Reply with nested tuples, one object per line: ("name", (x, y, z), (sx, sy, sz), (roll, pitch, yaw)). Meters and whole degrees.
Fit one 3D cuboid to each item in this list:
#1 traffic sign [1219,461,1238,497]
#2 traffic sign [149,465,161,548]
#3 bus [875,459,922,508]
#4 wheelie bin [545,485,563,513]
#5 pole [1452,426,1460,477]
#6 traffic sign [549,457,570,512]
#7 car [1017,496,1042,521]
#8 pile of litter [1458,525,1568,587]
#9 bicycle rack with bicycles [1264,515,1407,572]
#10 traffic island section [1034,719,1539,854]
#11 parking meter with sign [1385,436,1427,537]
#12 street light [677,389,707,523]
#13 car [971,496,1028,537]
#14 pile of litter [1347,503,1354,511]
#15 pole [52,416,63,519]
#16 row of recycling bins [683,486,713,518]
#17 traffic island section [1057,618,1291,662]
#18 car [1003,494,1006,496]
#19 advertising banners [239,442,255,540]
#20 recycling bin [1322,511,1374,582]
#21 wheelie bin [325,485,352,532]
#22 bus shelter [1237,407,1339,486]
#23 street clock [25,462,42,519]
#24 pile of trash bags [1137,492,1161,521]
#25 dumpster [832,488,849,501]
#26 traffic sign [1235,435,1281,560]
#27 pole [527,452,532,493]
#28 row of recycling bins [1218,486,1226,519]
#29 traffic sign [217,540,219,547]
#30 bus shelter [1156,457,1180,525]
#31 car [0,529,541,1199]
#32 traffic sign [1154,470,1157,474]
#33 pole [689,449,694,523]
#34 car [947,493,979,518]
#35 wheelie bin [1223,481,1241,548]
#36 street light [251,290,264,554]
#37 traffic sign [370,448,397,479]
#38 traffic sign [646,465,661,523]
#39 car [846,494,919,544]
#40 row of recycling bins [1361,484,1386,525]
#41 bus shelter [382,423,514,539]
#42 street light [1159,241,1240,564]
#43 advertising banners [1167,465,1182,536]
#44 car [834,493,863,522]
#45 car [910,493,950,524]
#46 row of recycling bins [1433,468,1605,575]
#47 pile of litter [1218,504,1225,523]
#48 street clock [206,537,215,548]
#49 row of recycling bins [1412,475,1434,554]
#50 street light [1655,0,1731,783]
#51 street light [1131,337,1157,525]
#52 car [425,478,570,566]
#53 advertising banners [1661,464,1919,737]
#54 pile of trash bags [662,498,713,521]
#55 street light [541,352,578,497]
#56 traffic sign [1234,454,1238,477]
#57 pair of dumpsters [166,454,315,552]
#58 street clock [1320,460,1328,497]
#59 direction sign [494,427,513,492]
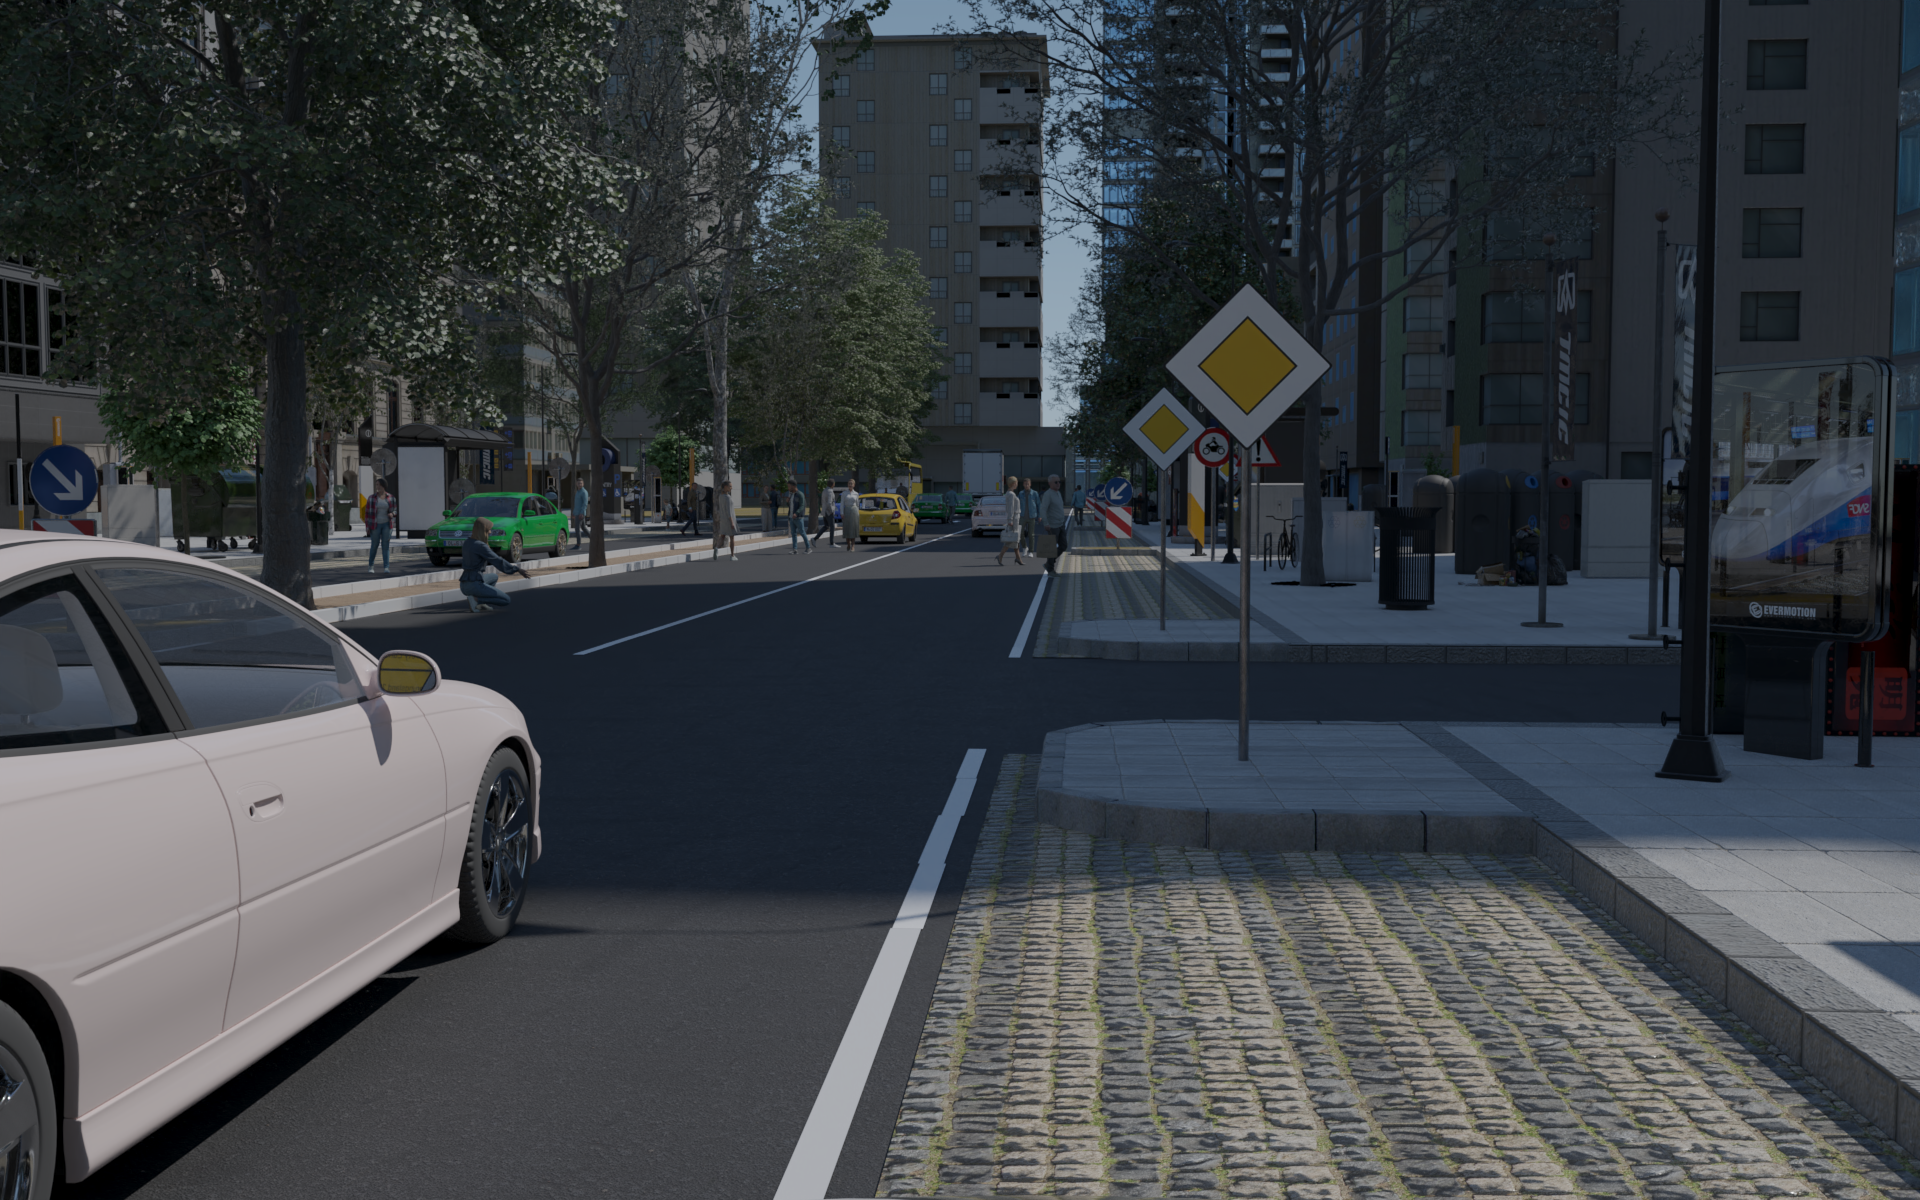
("traffic sign", (8.227, -3.193, 53.388), (0.795, 2.450, 0.064), (1, 4, 10))
("traffic sign", (-16.955, -2.229, 36.548), (0.768, 2.556, 0.104), (1, 4, 13))
("bus", (-4.288, -7.876, 120.318), (2.896, 3.916, 12.252), (0, 4, 3))
("wheelie bin", (-14.996, -3.413, 63.715), (0.693, 1.594, 0.980), (-2, 4, -27))
("pole", (14.842, -3.550, 51.879), (0.158, 3.312, 0.155), (0, 3, 0))
("traffic sign", (-13.891, -3.664, 60.018), (0.768, 2.556, 0.104), (1, 4, 9))
("car", (3.696, -5.056, 95.251), (1.945, 1.354, 3.894), (0, 4, 4))
("pile of litter", (7.835, -0.644, 24.487), (1.719, 0.858, 1.176), (0, 4, -3))
("bicycle rack with bicycles", (6.299, -0.991, 29.584), (2.852, 0.926, 2.925), (1, 4, 14))
("traffic island section", (1.386, 0.852, 8.355), (2.009, 0.180, 2.903), (0, 4, 4))
("parking meter with sign", (13.717, -3.423, 52.227), (1.738, 3.016, 0.543), (1, 4, 18))
("street light", (-11.837, -6.352, 76.403), (1.470, 5.913, 1.316), (0, 4, 4))
("car", (1.381, -2.840, 58.799), (2.083, 1.381, 4.827), (0, 4, 3))
("pile of litter", (18.986, -4.376, 85.512), (1.719, 0.858, 1.176), (-3, 5, -42))
("pole", (-23.726, -3.165, 45.585), (0.158, 3.312, 0.155), (0, 3, 0))
("row of recycling bins", (-13.711, -5.159, 91.470), (1.069, 1.692, 3.534), (1, 4, 11))
("traffic island section", (1.930, 0.364, 16.322), (2.009, 0.180, 2.903), (0, 4, 4))
("car", (3.502, -8.647, 153.169), (2.131, 1.459, 4.920), (0, 4, 3))
("advertising banners", (-20.282, -3.253, 49.381), (0.090, 3.025, 2.074), (-1, 4, -8))
("recycling bin", (5.748, -0.801, 25.647), (0.722, 1.027, 0.722), (1, 4, 16))
("wheelie bin", (-21.337, -3.148, 59.381), (0.693, 1.594, 0.980), (2, 4, 29))
("bus shelter", (8.382, -4.181, 45.991), (2.179, 5.291, 8.768), (0, 4, 4))
("street clock", (-20.726, -2.098, 38.870), (0.471, 2.002, 0.358), (2, 4, 32))
("pile of trash bags", (9.441, -4.474, 82.907), (1.912, 1.369, 3.447), (-2, 4, -24))
("dumpster", (-7.676, -6.526, 114.922), (1.865, 1.857, 1.264), (0, 4, 4))
("traffic sign", (5.803, -2.062, 33.711), (0.884, 2.594, 0.081), (1, 4, 12))
("pole", (-20.832, -5.506, 83.874), (0.158, 3.312, 0.155), (0, 3, 0))
("row of recycling bins", (12.882, -4.712, 84.151), (1.069, 1.692, 3.534), (-3, 5, -42))
("traffic sign", (-17.966, -2.558, 41.927), (0.768, 2.556, 0.104), (0, 4, 5))
("bus shelter", (8.656, -4.547, 68.263), (2.014, 3.302, 5.546), (0, 4, 4))
("car", (-2.459, 0.502, 4.158), (2.083, 1.381, 4.827), (0, 4, 3))
("traffic sign", (10.299, -5.508, 90.163), (0.768, 2.556, 0.104), (1, 4, 12))
("pole", (-12.002, -5.122, 77.587), (0.158, 3.312, 0.155), (0, 3, 0))
("car", (0.108, -5.798, 103.597), (1.959, 1.807, 4.718), (0, 4, 3))
("wheelie bin", (6.655, -2.044, 41.329), (0.693, 1.594, 0.980), (0, 4, 2))
("street light", (-14.545, -3.948, 37.092), (1.470, 5.913, 1.316), (0, 4, 4))
("traffic sign", (-16.018, -2.936, 48.104), (0.768, 2.556, 0.104), (0, 4, 6))
("traffic sign", (-13.627, -4.682, 76.656), (0.768, 2.556, 0.104), (1, 4, 10))
("car", (-2.283, -2.497, 51.049), (2.015, 1.641, 3.980), (0, 4, 6))
("row of recycling bins", (17.510, -4.008, 72.650), (1.069, 1.692, 3.534), (1, 4, 21))
("bus shelter", (-15.254, -3.553, 52.021), (2.014, 3.302, 5.546), (0, 4, 4))
("street light", (4.457, -3.629, 31.882), (1.470, 5.913, 1.316), (0, 4, 4))
("advertising banners", (6.110, -3.233, 49.046), (0.090, 3.025, 2.074), (0, 4, -6))
("car", (-5.603, -4.856, 88.995), (1.945, 1.707, 3.694), (0, 4, 3))
("car", (-1.444, -4.648, 84.798), (1.959, 1.807, 4.718), (0, 4, 4))
("row of recycling bins", (9.419, -1.315, 28.621), (3.534, 1.692, 1.069), (-3, 4, -37))
("pile of litter", (11.538, -3.819, 76.404), (1.719, 0.858, 1.176), (1, 4, 16))
("street clock", (-17.799, -2.237, 41.144), (0.358, 2.002, 0.471), (-3, 5, -40))
("row of recycling bins", (11.350, -1.912, 38.367), (3.534, 1.692, 1.069), (-3, 4, -38))
("street light", (2.794, -2.153, 7.739), (1.470, 5.913, 1.316), (0, 4, 4))
("street light", (5.766, -4.823, 51.393), (1.470, 5.913, 1.316), (0, 4, 4))
("car", (-9.578, -1.668, 36.062), (1.959, 1.807, 4.718), (0, 4, 6))
("advertising banners", (4.798, -0.789, 9.085), (2.074, 3.025, 0.090), (0, 4, 6))
("pile of trash bags", (-12.902, -4.608, 85.101), (1.912, 1.369, 3.447), (3, 4, 38))
("street light", (-13.180, -5.162, 56.940), (1.470, 5.913, 1.316), (0, 4, 4))
("traffic sign", (8.335, -3.270, 53.567), (0.768, 2.556, 0.104), (0, 4, 5))
("pair of dumpsters", (-16.622, -2.300, 40.103), (1.574, 2.255, 4.437), (0, 4, 4))
("street clock", (7.542, -1.973, 36.821), (0.358, 2.002, 0.471), (-2, 4, -25))
("direction sign", (-15.506, -4.074, 58.603), (0.379, 3.537, 0.876), (3, 5, 42))
